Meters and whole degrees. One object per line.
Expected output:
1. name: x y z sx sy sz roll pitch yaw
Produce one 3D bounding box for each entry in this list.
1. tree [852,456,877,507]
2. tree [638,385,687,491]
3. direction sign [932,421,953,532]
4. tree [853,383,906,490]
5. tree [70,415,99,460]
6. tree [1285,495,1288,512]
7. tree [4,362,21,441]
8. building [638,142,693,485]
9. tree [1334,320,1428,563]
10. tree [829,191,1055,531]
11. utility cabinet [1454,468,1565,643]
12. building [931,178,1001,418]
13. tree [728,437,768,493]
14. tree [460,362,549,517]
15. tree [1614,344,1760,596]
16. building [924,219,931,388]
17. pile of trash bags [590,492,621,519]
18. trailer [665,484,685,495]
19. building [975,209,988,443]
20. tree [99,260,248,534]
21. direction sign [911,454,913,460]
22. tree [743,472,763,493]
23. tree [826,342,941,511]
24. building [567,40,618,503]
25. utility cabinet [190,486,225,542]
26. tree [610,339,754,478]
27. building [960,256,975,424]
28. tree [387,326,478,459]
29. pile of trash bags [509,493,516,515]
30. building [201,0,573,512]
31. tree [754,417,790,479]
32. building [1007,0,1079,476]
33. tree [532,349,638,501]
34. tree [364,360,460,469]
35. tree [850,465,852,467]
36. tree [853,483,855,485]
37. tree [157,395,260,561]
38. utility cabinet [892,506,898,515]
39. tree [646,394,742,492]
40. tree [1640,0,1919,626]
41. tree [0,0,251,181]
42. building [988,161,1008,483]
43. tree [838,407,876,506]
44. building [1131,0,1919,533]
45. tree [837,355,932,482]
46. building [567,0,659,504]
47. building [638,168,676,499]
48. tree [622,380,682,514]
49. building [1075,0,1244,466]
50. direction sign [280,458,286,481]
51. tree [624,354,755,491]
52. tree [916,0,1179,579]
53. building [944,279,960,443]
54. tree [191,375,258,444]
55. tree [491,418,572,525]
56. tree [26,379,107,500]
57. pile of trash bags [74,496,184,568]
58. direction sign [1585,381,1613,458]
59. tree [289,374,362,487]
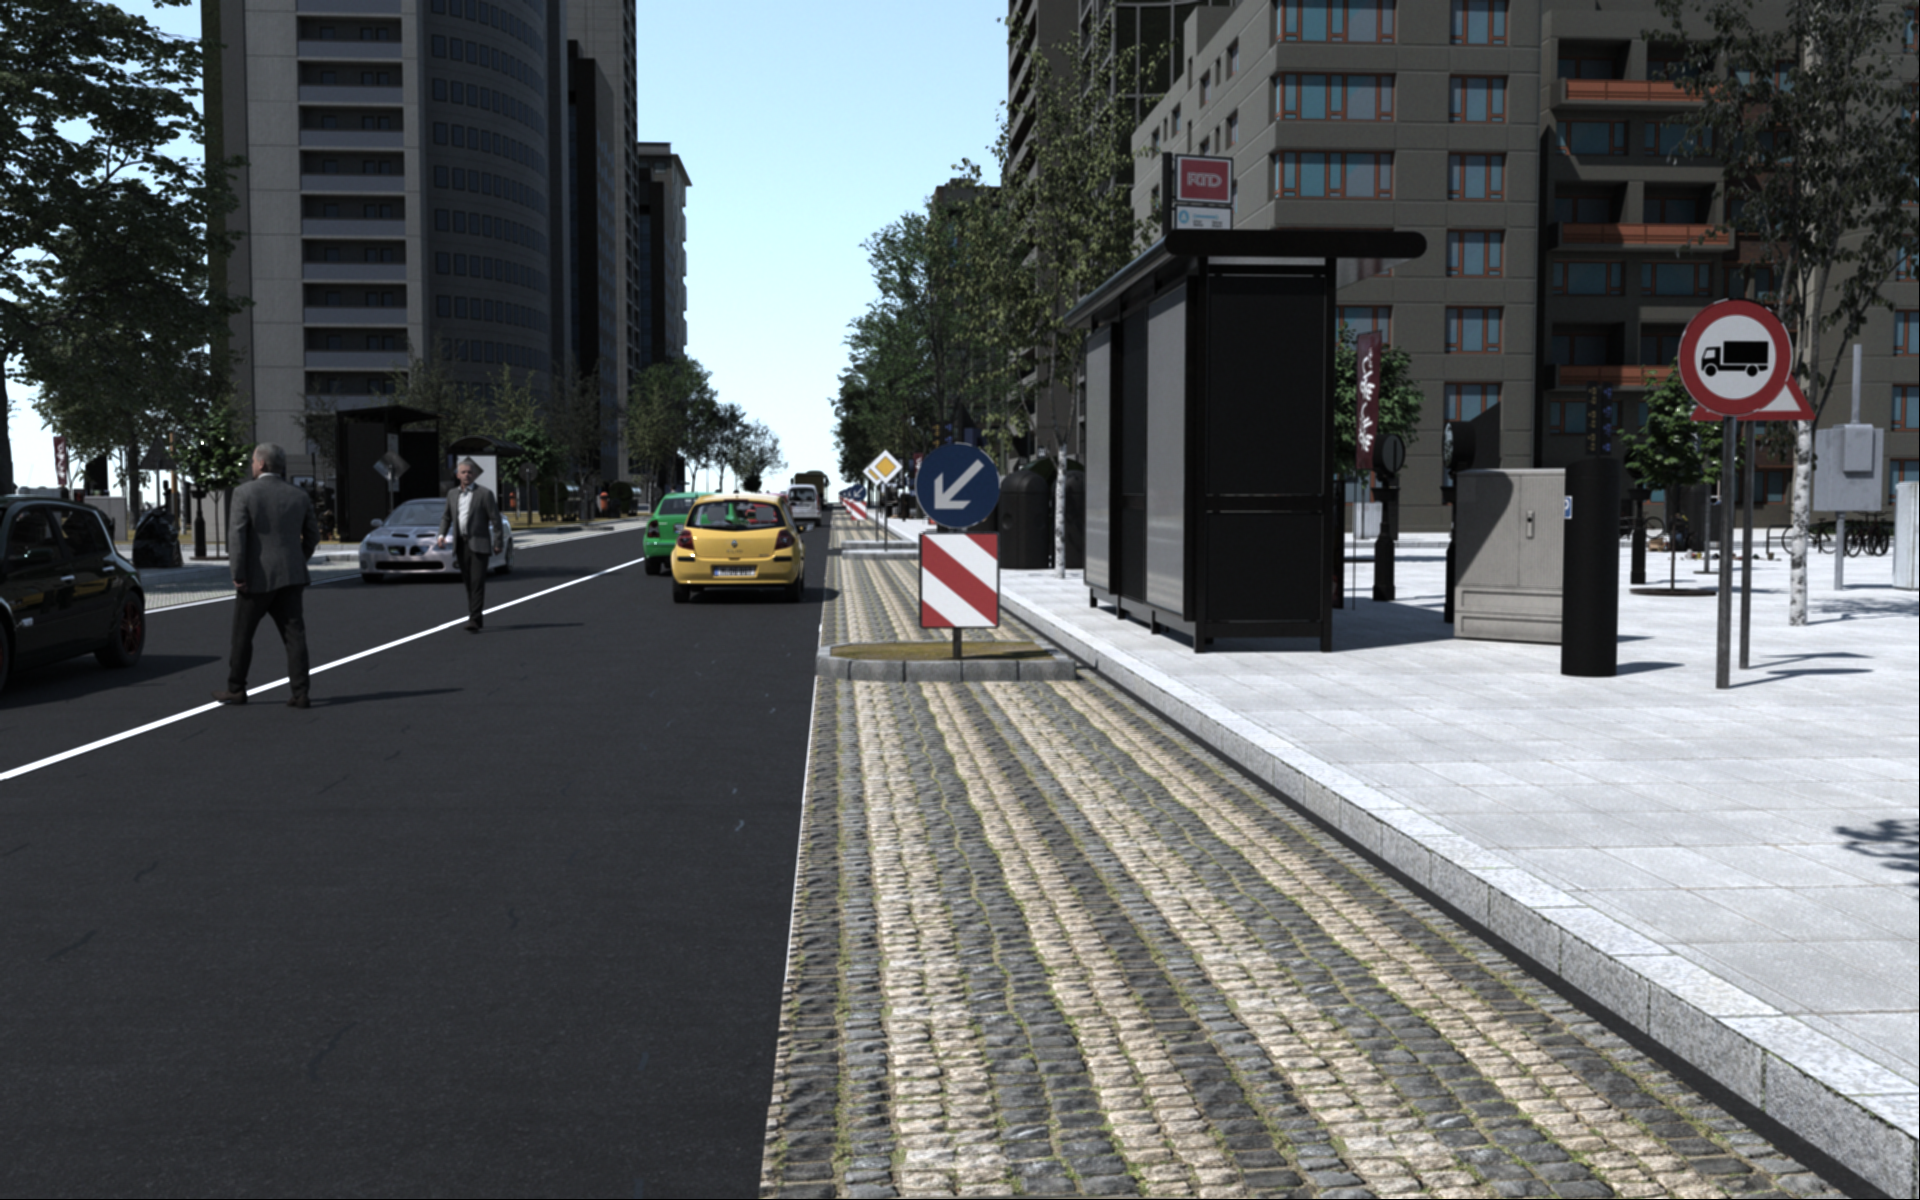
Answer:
1. tree: -9.149 -13.987 179.050 4.360 8.622 3.978 0 3 0
2. tree: -20.708 -10.248 117.920 4.360 8.622 3.978 0 3 0
3. direction sign: -0.543 -3.772 53.667 0.876 3.537 0.379 3 5 43
4. tree: -3.923 -9.591 107.168 4.737 8.622 4.395 0 3 0
5. tree: -39.123 -7.946 80.286 4.360 8.622 3.978 0 3 0
6. tree: 16.813 -5.764 88.846 1.663 3.219 1.824 0 3 0
7. tree: -44.801 -7.858 78.835 4.360 8.622 3.978 0 3 0
8. building: -55.619 -41.135 261.789 28.713 52.752 27.495 0 4 -4
9. tree: 7.212 -3.003 32.818 4.285 4.588 4.351 0 3 0
10. tree: -0.519 -8.201 59.848 9.928 11.665 9.643 0 3 0
11. utility cabinet: 4.886 -0.384 14.963 1.173 1.500 0.318 3 5 42
12. building: 3.154 -36.398 245.217 14.600 45.320 14.200 0 4 -4
13. tree: -26.708 -15.857 209.627 4.737 8.622 4.395 0 3 0
14. tree: -24.565 -8.909 96.025 4.737 8.622 4.395 0 3 0
15. tree: 9.010 -1.679 22.049 1.663 3.219 1.824 0 3 0
16. building: 5.882 -37.469 267.235 22.147 44.769 28.867 0 4 -4
17. pile of trash bags: -18.871 -5.003 91.552 1.912 1.369 3.447 -1 4 -16
18. trailer: -16.824 -5.811 102.057 1.471 1.999 3.904 0 4 -5
19. building: 9.364 -24.154 166.611 14.160 30.474 14.107 0 4 -4
20. tree: -24.758 -6.399 54.982 4.360 8.622 3.978 0 3 0
21. direction sign: -2.521 -6.512 98.469 0.379 3.537 0.876 -3 4 -36
22. tree: -31.146 -16.881 259.719 4.285 4.588 4.351 0 3 0
23. tree: -5.545 -13.950 134.734 9.857 13.997 8.962 0 3 0
24. building: -42.642 -32.112 175.146 14.600 45.320 14.200 0 4 -4
25. utility cabinet: -19.562 -2.254 45.530 1.173 1.500 0.318 0 4 2
26. tree: -23.097 -13.940 138.282 12.009 13.543 11.850 0 3 0
27. building: 7.875 -25.023 180.833 14.160 30.474 14.107 0 4 -4
28. tree: -23.374 -7.697 76.207 4.360 8.622 3.978 0 3 0
29. pile of trash bags: -28.003 -5.719 103.257 3.447 1.369 1.912 -1 4 -21
30. building: -42.607 -36.095 132.158 21.231 58.520 28.212 0 4 -4
31. tree: -32.476 -22.273 274.539 12.009 13.543 11.850 0 3 0
32. building: 15.364 -31.238 134.450 21.300 48.544 21.600 0 4 -4
33. tree: -19.058 -8.366 87.151 4.360 8.622 3.978 0 3 0
34. tree: -30.459 -9.058 98.464 4.737 8.622 4.395 0 3 0
35. tree: -13.861 -17.593 238.005 4.737 8.622 4.395 0 3 0
36. tree: -15.118 -15.808 253.061 1.663 3.219 1.824 0 3 0
37. tree: -14.395 -2.394 33.742 1.663 3.219 1.824 0 3 0
38. utility cabinet: -3.567 -5.726 104.786 1.020 1.237 0.306 0 4 3
39. tree: -23.508 -13.299 151.845 8.767 10.594 7.601 -1 4 -15
40. tree: 8.436 -4.057 16.699 4.360 8.622 3.978 0 3 0
41. tree: -14.702 -6.559 25.368 7.486 12.596 7.792 0 3 0
42. building: 10.363 -23.294 152.565 14.160 30.474 14.107 0 4 -4
43. tree: -9.586 -16.629 190.014 7.486 12.596 7.792 0 3 0
44. building: 23.666 -13.831 71.170 28.899 21.520 27.650 0 4 -4
45. tree: -4.637 -11.031 114.768 7.601 10.594 8.767 0 4 5
46. building: -49.864 -47.963 222.451 20.563 71.187 20.611 0 4 -4
47. building: -47.298 -36.148 241.127 14.600 45.320 14.200 0 4 -4
48. tree: -20.142 -9.912 112.420 4.737 8.622 4.395 0 3 0
49. building: 16.895 -41.050 109.420 20.563 71.187 20.611 0 4 -4
50. direction sign: -39.805 -6.691 101.397 0.379 3.537 0.876 2 4 26
51. tree: -21.159 -12.367 127.952 9.928 11.665 9.643 0 3 0
52. tree: 1.464 -4.642 26.252 4.737 8.622 4.395 0 3 0
53. building: 4.774 -28.106 231.235 14.160 30.474 14.107 0 4 -4
54. tree: -44.905 -9.495 105.607 4.737 8.622 4.395 0 3 0
55. tree: -18.234 -5.470 73.151 4.285 4.588 4.351 0 3 0
56. tree: -44.548 -8.361 87.067 4.737 8.622 4.395 0 3 0
57. pile of trash bags: -15.417 -1.265 30.432 3.447 1.369 1.912 -1 4 -10
58. direction sign: 12.881 -2.629 34.980 0.876 3.537 0.379 -3 4 -37
59. tree: -39.210 -9.609 107.472 4.360 8.622 3.978 0 3 0
